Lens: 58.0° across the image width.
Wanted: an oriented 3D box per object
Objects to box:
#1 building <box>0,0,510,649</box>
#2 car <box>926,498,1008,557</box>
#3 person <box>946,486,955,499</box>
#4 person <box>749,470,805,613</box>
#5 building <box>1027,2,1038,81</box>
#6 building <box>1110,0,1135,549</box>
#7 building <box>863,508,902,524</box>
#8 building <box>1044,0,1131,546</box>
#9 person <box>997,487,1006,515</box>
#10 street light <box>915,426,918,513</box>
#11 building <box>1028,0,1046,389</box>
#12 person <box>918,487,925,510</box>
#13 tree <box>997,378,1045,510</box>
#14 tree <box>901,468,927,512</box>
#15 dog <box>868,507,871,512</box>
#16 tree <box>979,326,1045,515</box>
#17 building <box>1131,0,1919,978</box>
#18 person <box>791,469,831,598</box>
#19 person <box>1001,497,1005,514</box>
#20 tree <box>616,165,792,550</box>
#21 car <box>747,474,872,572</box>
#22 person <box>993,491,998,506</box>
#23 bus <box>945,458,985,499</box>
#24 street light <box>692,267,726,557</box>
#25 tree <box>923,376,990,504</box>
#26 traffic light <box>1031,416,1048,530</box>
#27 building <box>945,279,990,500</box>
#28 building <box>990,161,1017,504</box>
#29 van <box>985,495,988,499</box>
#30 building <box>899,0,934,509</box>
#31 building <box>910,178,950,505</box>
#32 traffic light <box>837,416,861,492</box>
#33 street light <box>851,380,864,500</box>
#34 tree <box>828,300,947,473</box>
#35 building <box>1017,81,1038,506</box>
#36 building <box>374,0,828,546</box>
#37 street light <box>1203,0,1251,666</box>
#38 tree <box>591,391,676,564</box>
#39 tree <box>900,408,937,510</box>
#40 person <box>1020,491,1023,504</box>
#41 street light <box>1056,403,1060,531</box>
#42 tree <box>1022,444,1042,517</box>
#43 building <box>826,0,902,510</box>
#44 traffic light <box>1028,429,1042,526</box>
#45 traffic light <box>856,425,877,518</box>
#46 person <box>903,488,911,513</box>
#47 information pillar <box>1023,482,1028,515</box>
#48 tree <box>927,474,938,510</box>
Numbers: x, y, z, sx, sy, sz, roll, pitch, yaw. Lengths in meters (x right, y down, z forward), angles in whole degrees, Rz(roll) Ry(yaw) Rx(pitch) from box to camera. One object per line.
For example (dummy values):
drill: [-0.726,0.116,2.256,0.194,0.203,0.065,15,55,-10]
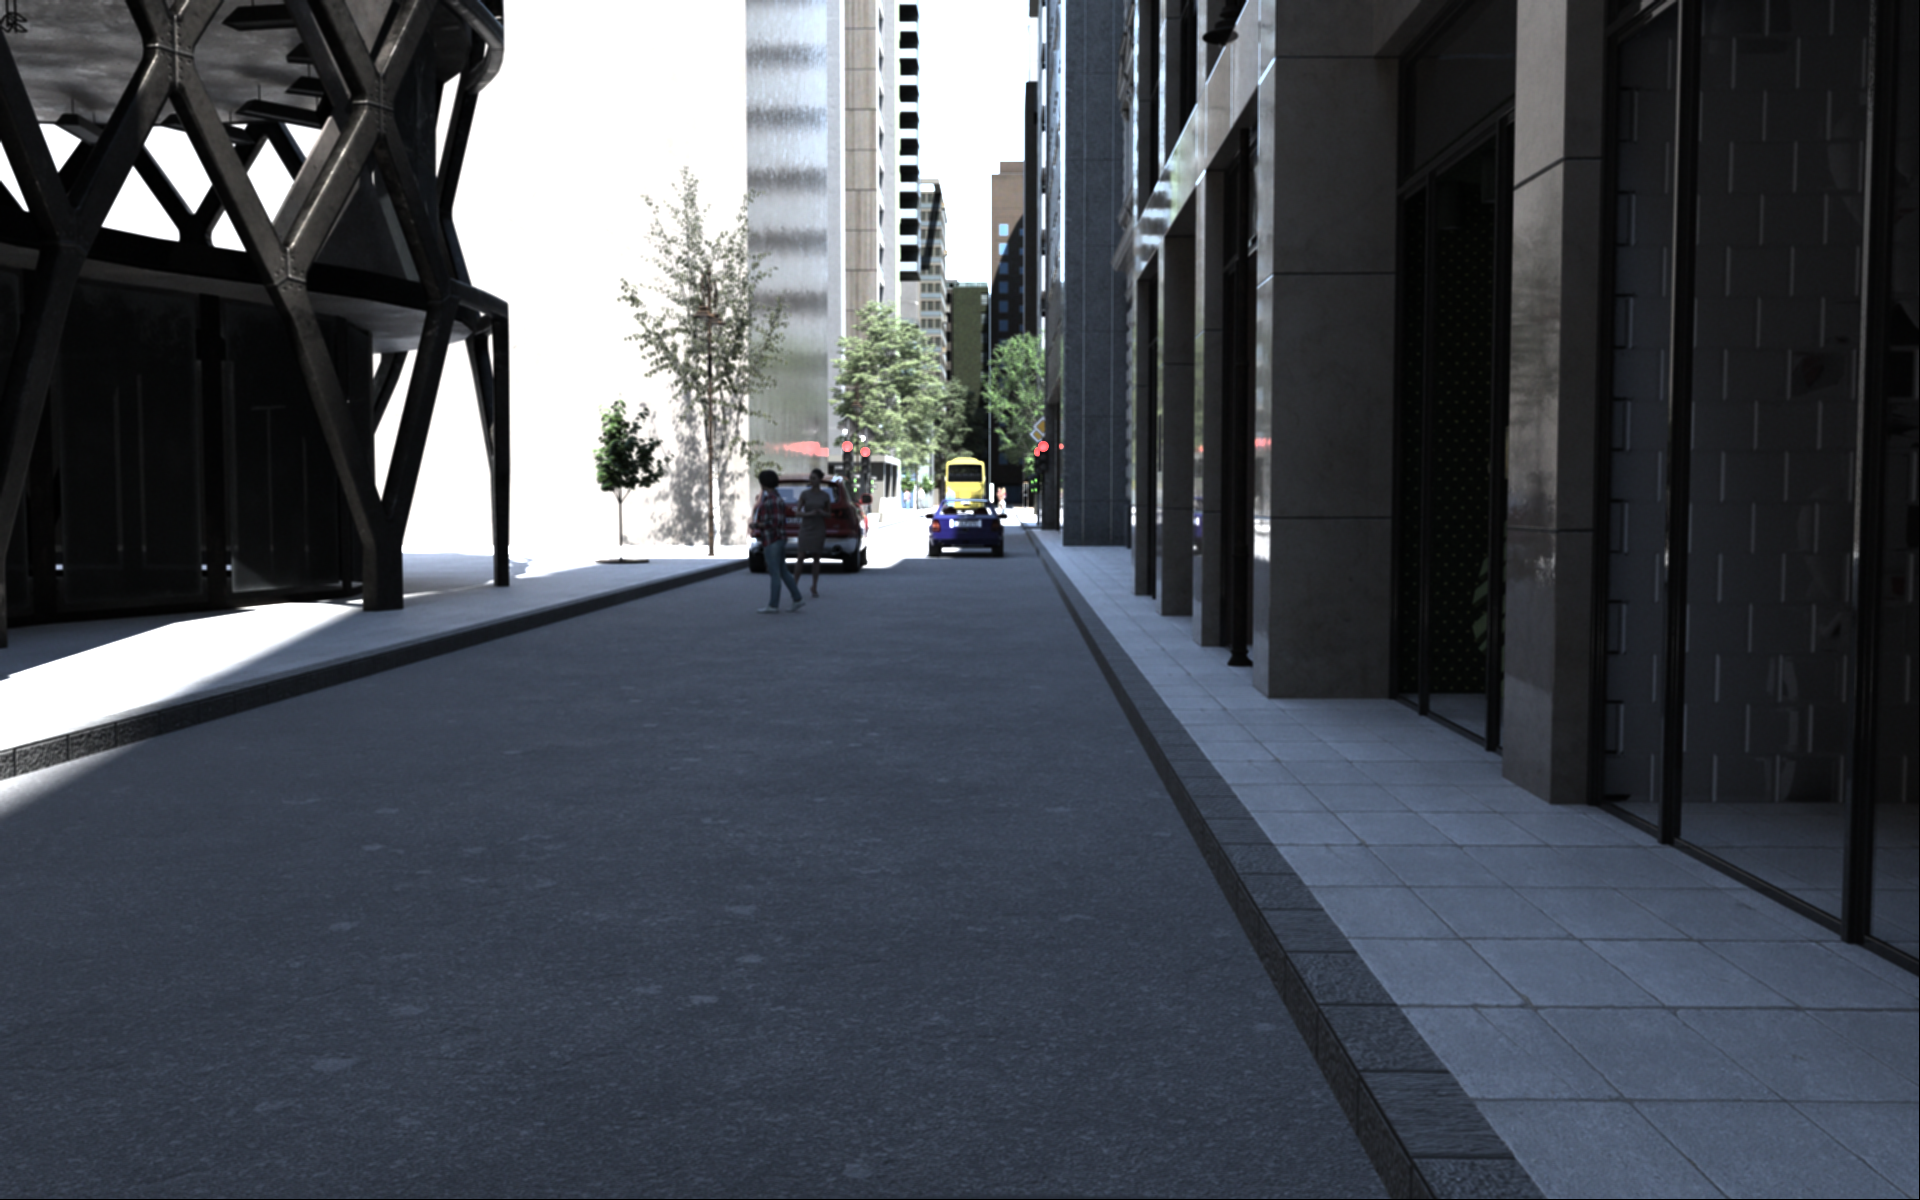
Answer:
building: [-14.303,-9.322,19.862,16.820,18.784,16.811,0,4,1]
car: [0.150,-1.716,40.644,1.945,1.354,3.894,0,4,1]
person: [-0.453,-4.557,82.868,0.638,1.841,0.748,-2,4,-34]
person: [-2.208,-0.707,20.900,0.643,1.720,0.563,0,4,1]
building: [18.531,-40.611,205.996,21.231,58.520,28.212,0,4,1]
building: [8.505,-12.411,31.794,11.050,23.489,19.941,0,4,1]
building: [-19.252,-23.812,81.215,32.217,40.220,23.993,0,4,1]
building: [8.790,-14.289,51.653,12.078,24.808,19.932,0,4,1]
person: [2.491,-5.812,103.493,0.580,1.828,0.573,0,4,-8]
street light: [-2.968,-8.902,118.342,0.468,5.910,1.993,0,4,1]
building: [20.934,-35.118,163.415,28.713,52.752,27.495,0,4,1]
person: [-3.090,-8.018,137.238,0.850,1.850,0.679,-3,5,-40]
tree: [6.864,-12.715,142.299,8.767,10.594,7.601,2,4,35]
tree: [-3.814,-8.138,127.658,1.663,3.219,1.824,0,3,0]
dog: [-5.393,-5.433,105.656,0.406,0.507,0.540,3,4,36]
tree: [4.751,-10.914,104.198,9.928,11.665,9.643,0,3,0]
building: [11.399,-12.239,4.625,19.350,26.468,34.151,0,4,1]
person: [-2.064,-0.931,24.061,0.599,1.781,0.374,-1,4,-13]
person: [2.402,-5.163,97.602,0.332,1.250,0.352,-2,4,-35]
tree: [-5.545,-5.417,38.930,4.360,8.622,3.978,0,3,0]
car: [-2.858,-1.506,33.300,2.281,1.827,5.304,0,3,0]
person: [4.435,-12.123,207.234,1.217,1.766,0.721,-2,4,-30]
bus: [0.350,-7.696,117.374,2.896,3.916,12.252,0,4,0]
street light: [-5.101,-3.828,35.378,0.468,5.910,1.993,0,4,1]
tree: [-1.727,-17.008,184.734,9.857,13.997,8.962,0,3,0]
traffic light: [2.959,-4.476,62.097,0.839,4.253,0.868,0,4,1]
building: [-2.871,-28.370,235.544,14.107,30.474,14.160,0,4,1]
building: [11.295,-35.798,235.407,14.200,45.320,14.600,0,4,1]
van: [2.312,-12.212,206.671,2.013,2.044,4.112,0,4,2]
building: [-13.369,-51.784,159.332,22.319,86.520,31.000,0,4,1]
building: [-13.362,-31.416,205.524,23.993,40.220,32.217,0,4,1]
traffic light: [-4.000,-4.486,62.259,0.839,4.253,0.868,0,4,1]
street light: [-4.171,-5.976,70.495,0.468,5.910,1.993,0,4,1]
tree: [-4.334,-11.232,101.771,7.486,12.596,7.792,0,3,0]
building: [13.732,-32.705,184.839,14.600,45.320,14.200,0,4,1]
building: [-21.946,-15.136,51.982,34.151,26.468,19.350,0,4,1]
street light: [2.093,-2.447,12.792,0.468,5.910,1.993,0,4,1]
tree: [-6.389,-2.302,32.242,1.663,3.219,1.824,0,3,0]
tree: [-3.702,-11.572,139.568,4.737,8.622,4.395,0,3,0]
person: [7.879,-13.134,221.697,0.530,1.710,0.541,0,4,-7]
street light: [3.460,-5.383,60.792,0.468,5.910,1.993,0,4,1]
tree: [5.124,-6.912,96.731,4.285,4.588,4.351,0,3,0]
building: [-11.363,-26.357,114.538,14.154,41.232,14.086,0,4,1]
traffic light: [3.164,-4.964,70.080,0.839,4.253,0.868,0,4,1]
traffic light: [-3.796,-4.974,70.241,0.839,4.253,0.868,0,4,1]
person: [-3.626,-6.864,119.108,0.563,1.720,0.643,3,5,44]
information pillar: [4.109,-6.370,108.636,0.304,2.012,0.304,0,4,2]
tree: [-2.907,-9.138,143.999,1.663,3.219,1.824,0,3,0]
